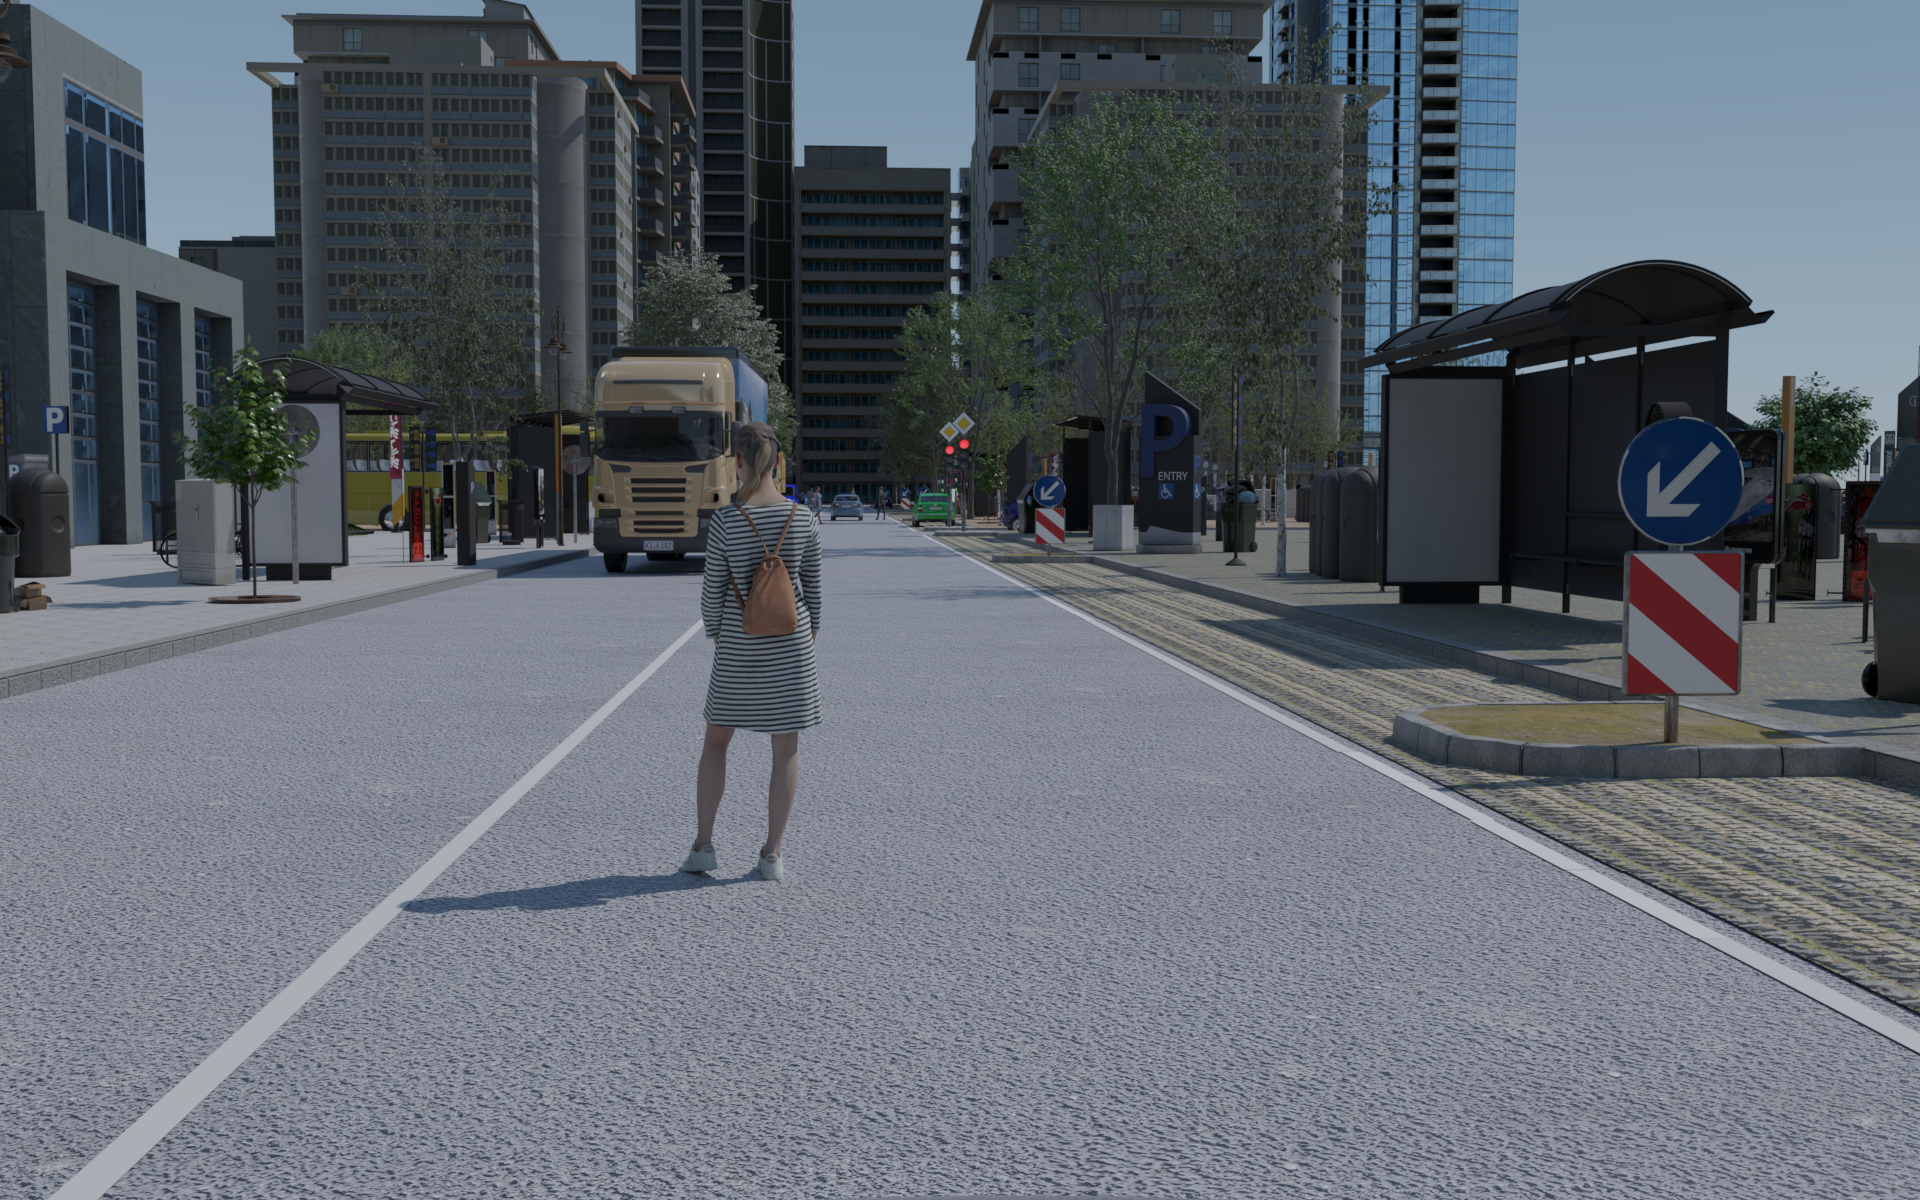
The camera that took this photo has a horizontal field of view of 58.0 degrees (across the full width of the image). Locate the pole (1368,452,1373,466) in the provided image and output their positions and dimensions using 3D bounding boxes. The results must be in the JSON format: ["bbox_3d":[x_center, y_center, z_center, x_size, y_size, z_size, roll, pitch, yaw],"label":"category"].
[{"bbox_3d":[19.986,-5.538,84.383,0.158,3.312,0.155,0,3,0],"label":"pole"}]

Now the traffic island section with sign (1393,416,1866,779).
[{"bbox_3d":[3.525,-0.060,9.614,1.989,1.847,2.006,0,4,-4],"label":"traffic island section with sign"}]

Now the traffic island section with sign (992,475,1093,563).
[{"bbox_3d":[1.693,-1.705,36.507,1.989,1.847,2.006,0,4,-4],"label":"traffic island section with sign"}]

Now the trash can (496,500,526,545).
[{"bbox_3d":[-11.295,-1.954,43.594,0.748,1.137,0.748,0,3,0],"label":"trash can"}]

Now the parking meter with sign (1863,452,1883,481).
[{"bbox_3d":[38.459,-4.623,71.846,1.738,3.016,0.543,1,4,15],"label":"parking meter with sign"}]

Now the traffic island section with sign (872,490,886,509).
[{"bbox_3d":[-7.319,-9.846,169.616,1.989,1.847,2.006,0,4,-4],"label":"traffic island section with sign"}]

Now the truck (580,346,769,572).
[{"bbox_3d":[-5.499,-2.833,35.230,2.839,4.237,11.283,0,4,-2],"label":"truck"}]

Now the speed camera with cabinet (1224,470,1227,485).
[{"bbox_3d":[20.887,-8.439,132.314,2.038,3.252,0.660,2,4,31],"label":"speed camera with cabinet"}]

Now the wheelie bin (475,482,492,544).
[{"bbox_3d":[-12.641,-2.267,44.968,0.693,1.594,0.980,2,4,25],"label":"wheelie bin"}]

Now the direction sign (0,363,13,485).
[{"bbox_3d":[-16.665,-2.341,30.274,0.379,3.537,0.876,-3,5,-40],"label":"direction sign"}]

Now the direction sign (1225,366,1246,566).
[{"bbox_3d":[4.949,-2.384,30.981,0.379,3.537,0.876,1,4,20],"label":"direction sign"}]

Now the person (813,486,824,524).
[{"bbox_3d":[-6.816,-4.511,82.347,0.778,1.811,0.616,2,4,26],"label":"person"}]

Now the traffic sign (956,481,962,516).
[{"bbox_3d":[-0.225,-6.300,103.109,0.768,2.556,0.104,0,4,1],"label":"traffic sign"}]

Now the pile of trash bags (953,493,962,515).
[{"bbox_3d":[0.346,-6.012,108.053,1.912,1.369,3.447,1,4,10],"label":"pile of trash bags"}]

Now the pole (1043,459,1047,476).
[{"bbox_3d":[4.850,-6.449,99.290,0.158,3.312,0.155,0,3,0],"label":"pole"}]

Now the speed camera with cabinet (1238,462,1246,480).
[{"bbox_3d":[17.952,-6.857,106.449,2.038,3.252,0.660,3,4,39],"label":"speed camera with cabinet"}]

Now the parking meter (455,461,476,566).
[{"bbox_3d":[-8.878,-1.555,31.131,0.255,1.863,0.399,0,4,1],"label":"parking meter"}]

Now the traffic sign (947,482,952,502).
[{"bbox_3d":[-0.571,-7.226,118.155,0.884,2.594,0.081,0,4,-1],"label":"traffic sign"}]

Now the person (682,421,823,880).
[{"bbox_3d":[-0.751,0.185,6.478,0.512,1.701,0.522,-2,4,-23],"label":"person"}]

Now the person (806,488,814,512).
[{"bbox_3d":[-10.439,-6.844,120.197,0.655,1.846,0.447,-1,4,-12],"label":"person"}]

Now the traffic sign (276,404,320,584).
[{"bbox_3d":[-9.476,-1.500,24.638,0.768,2.556,0.104,0,4,2],"label":"traffic sign"}]

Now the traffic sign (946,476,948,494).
[{"bbox_3d":[-0.925,-7.402,121.021,0.884,2.594,0.081,0,4,-1],"label":"traffic sign"}]

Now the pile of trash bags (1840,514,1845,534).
[{"bbox_3d":[28.905,-2.790,55.369,3.447,1.369,1.912,1,4,14],"label":"pile of trash bags"}]

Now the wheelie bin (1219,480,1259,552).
[{"bbox_3d":[6.171,-1.854,38.219,0.980,1.594,0.693,3,5,44],"label":"wheelie bin"}]

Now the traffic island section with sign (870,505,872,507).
[{"bbox_3d":[-9.156,-11.491,196.509,1.989,1.847,2.006,0,4,-4],"label":"traffic island section with sign"}]

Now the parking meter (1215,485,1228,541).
[{"bbox_3d":[7.148,-2.369,47.140,0.372,1.533,0.369,0,3,0],"label":"parking meter"}]

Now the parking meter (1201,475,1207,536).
[{"bbox_3d":[7.383,-2.914,53.355,0.399,1.863,0.255,-1,4,-22],"label":"parking meter"}]

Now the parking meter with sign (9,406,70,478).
[{"bbox_3d":[-18.066,-2.278,33.506,0.543,3.016,1.738,1,4,14],"label":"parking meter with sign"}]

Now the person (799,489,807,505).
[{"bbox_3d":[-13.327,-8.475,147.044,1.348,1.826,0.705,3,4,36],"label":"person"}]

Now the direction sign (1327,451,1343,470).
[{"bbox_3d":[19.667,-6.045,90.826,0.876,3.537,0.379,-1,4,-12],"label":"direction sign"}]

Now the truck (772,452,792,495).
[{"bbox_3d":[-8.979,-4.860,75.382,3.469,3.379,9.791,0,4,-5],"label":"truck"}]

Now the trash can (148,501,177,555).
[{"bbox_3d":[-16.787,-1.531,36.693,0.748,1.137,0.748,0,3,0],"label":"trash can"}]

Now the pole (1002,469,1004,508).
[{"bbox_3d":[3.512,-9.066,142.067,0.158,3.312,0.155,0,3,0],"label":"pole"}]

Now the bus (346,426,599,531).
[{"bbox_3d":[-17.268,-4.338,62.468,12.252,3.916,2.896,0,4,-5],"label":"bus"}]

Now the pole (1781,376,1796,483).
[{"bbox_3d":[14.290,-2.208,29.946,0.158,3.312,0.155,0,3,0],"label":"pole"}]

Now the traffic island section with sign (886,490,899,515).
[{"bbox_3d":[-3.877,-6.737,118.778,1.989,1.847,2.006,0,4,-4],"label":"traffic island section with sign"}]

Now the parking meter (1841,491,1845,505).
[{"bbox_3d":[52.191,-5.734,102.161,0.372,1.533,0.369,0,3,0],"label":"parking meter"}]

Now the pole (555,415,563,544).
[{"bbox_3d":[-10.303,-3.099,44.512,0.158,3.312,0.155,0,3,0],"label":"pole"}]

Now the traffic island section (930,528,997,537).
[{"bbox_3d":[0.148,-2.269,59.374,2.009,0.180,2.903,0,4,-4],"label":"traffic island section"}]

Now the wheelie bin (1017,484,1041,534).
[{"bbox_3d":[2.262,-2.975,56.549,0.693,1.594,0.980,-1,4,-19],"label":"wheelie bin"}]

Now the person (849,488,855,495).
[{"bbox_3d":[-7.330,-6.734,118.560,0.622,1.834,0.822,2,4,27],"label":"person"}]

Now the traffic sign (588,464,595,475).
[{"bbox_3d":[-10.191,-3.025,49.468,0.884,2.594,0.081,0,4,6],"label":"traffic sign"}]

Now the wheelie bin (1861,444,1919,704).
[{"bbox_3d":[6.047,-0.171,10.697,0.693,1.594,0.980,-1,4,-21],"label":"wheelie bin"}]

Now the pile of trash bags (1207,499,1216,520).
[{"bbox_3d":[10.805,-4.611,85.148,3.447,1.369,1.912,-1,4,-10],"label":"pile of trash bags"}]

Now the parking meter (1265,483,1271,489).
[{"bbox_3d":[15.820,-5.086,88.870,0.255,1.863,0.399,-2,4,-35],"label":"parking meter"}]

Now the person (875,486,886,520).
[{"bbox_3d":[-4.359,-5.302,94.966,0.659,1.850,0.755,-3,4,-39],"label":"person"}]

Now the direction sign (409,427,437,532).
[{"bbox_3d":[-18.068,-4.057,58.321,0.876,3.537,0.379,-2,4,-28],"label":"direction sign"}]

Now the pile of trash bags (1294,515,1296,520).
[{"bbox_3d":[18.365,-4.691,86.442,3.447,1.369,1.912,2,4,34],"label":"pile of trash bags"}]

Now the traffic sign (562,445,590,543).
[{"bbox_3d":[-10.050,-2.758,45.207,0.768,2.556,0.104,0,4,-1],"label":"traffic sign"}]

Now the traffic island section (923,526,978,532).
[{"bbox_3d":[-0.392,-2.756,67.341,2.009,0.180,2.903,0,4,-4],"label":"traffic island section"}]

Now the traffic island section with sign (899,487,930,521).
[{"bbox_3d":[-2.053,-5.092,91.884,1.989,1.847,2.006,0,4,-4],"label":"traffic island section with sign"}]

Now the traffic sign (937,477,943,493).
[{"bbox_3d":[-1.304,-7.372,120.636,0.768,2.556,0.104,0,4,4],"label":"traffic sign"}]

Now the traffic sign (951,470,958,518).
[{"bbox_3d":[-0.245,-5.706,93.393,0.768,2.556,0.104,0,4,3],"label":"traffic sign"}]
